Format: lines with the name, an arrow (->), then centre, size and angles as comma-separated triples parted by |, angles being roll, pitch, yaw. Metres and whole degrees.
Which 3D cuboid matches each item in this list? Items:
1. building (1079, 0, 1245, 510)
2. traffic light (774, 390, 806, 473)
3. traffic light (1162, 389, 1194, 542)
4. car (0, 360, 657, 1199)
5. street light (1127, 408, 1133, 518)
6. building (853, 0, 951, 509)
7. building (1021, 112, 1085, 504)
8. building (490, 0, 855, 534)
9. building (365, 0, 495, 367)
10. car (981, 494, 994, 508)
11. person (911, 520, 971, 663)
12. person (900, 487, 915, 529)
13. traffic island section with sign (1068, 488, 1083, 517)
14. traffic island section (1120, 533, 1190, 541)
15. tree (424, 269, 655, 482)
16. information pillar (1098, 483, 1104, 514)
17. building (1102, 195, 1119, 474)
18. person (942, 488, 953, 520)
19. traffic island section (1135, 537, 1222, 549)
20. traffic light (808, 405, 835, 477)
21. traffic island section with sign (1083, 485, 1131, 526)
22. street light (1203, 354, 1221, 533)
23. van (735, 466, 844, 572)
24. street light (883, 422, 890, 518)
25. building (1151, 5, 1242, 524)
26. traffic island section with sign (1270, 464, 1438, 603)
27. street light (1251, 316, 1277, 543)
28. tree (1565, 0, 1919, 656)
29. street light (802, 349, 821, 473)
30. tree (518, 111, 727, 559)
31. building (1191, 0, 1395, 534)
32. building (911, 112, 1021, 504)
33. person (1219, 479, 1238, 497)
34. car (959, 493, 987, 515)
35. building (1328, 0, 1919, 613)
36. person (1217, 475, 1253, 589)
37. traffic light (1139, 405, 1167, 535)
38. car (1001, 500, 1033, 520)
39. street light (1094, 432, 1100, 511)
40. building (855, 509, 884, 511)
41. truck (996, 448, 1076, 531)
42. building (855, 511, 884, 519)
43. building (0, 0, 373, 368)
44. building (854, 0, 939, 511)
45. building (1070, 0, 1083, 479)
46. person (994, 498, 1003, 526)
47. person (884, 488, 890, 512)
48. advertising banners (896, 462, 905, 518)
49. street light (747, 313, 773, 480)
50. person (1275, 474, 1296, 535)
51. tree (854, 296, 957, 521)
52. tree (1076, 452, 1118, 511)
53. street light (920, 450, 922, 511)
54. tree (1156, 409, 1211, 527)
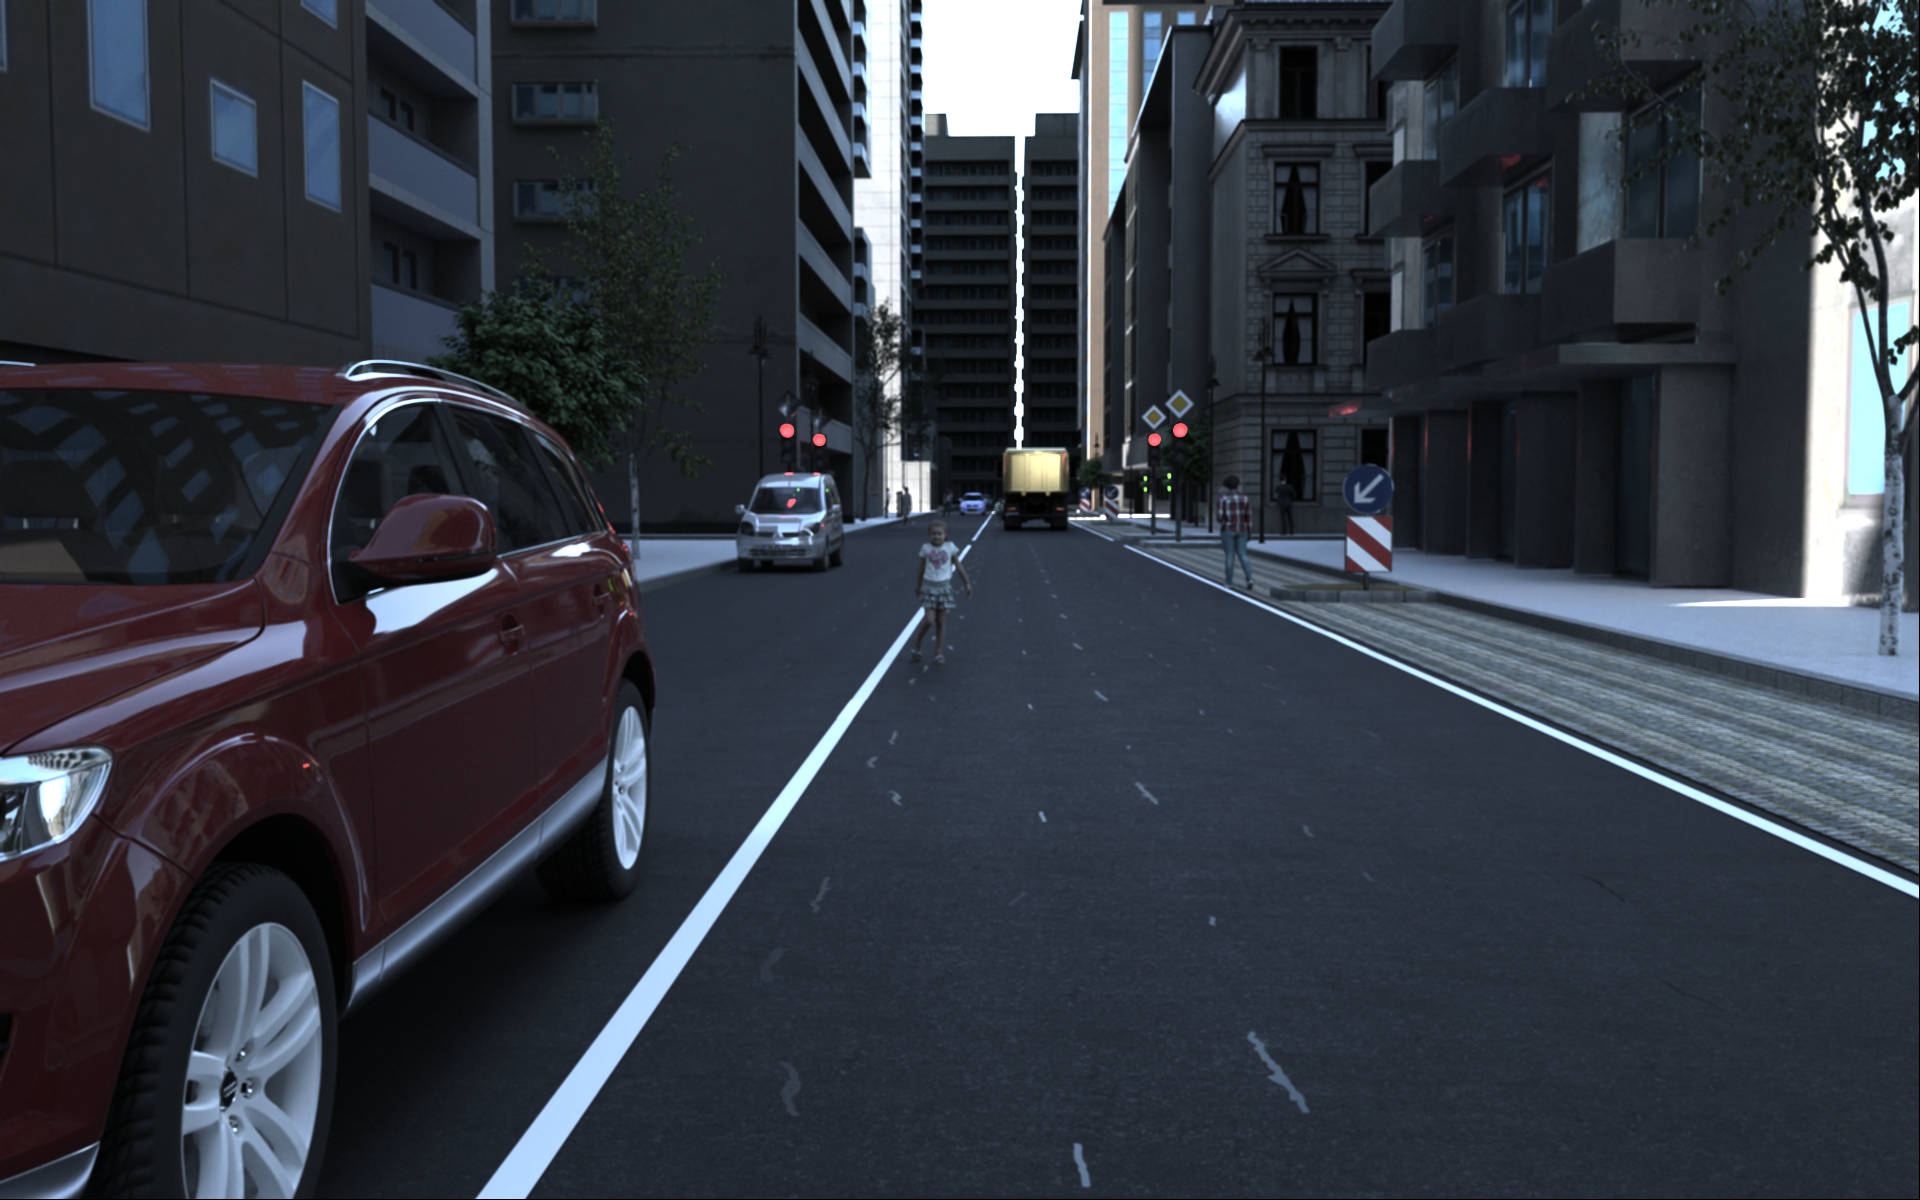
building -> 17.205, -30.069, 141.731 | 14.600, 45.320, 14.200 | 0, 4, 2
traffic light -> -4.601, -3.538, 46.761 | 0.839, 4.253, 0.868 | 0, 4, 2
traffic light -> 5.856, -3.522, 46.498 | 0.839, 4.253, 0.868 | 0, 4, 2
car -> -2.196, 0.244, 4.680 | 2.281, 1.827, 5.304 | 0, 4, 1
street light -> 9.216, -7.369, 93.271 | 0.468, 5.910, 1.993 | 0, 4, 2
building -> -16.814, -53.907, 194.052 | 31.000, 86.520, 22.319 | 0, 4, 2
building -> 18.599, -36.656, 223.026 | 21.600, 48.544, 21.300 | 0, 4, 2
building -> -15.520, -26.940, 64.172 | 21.300, 48.544, 21.600 | 0, 4, 2
building -> -24.423, -30.020, 32.833 | 28.212, 58.520, 21.231 | 0, 4, 2
car -> 2.510, -10.234, 179.322 | 2.014, 1.417, 4.499 | 0, 3, 0
person -> -0.161, -0.081, 14.838 | 0.505, 1.210, 0.382 | 0, 4, -6
person -> -2.176, -3.816, 71.638 | 0.760, 1.731, 0.466 | 2, 4, 28
traffic island section with sign -> 7.500, -5.963, 106.128 | 1.989, 1.847, 2.006 | 0, 4, 2
traffic island section -> 6.110, -1.976, 54.593 | 2.009, 0.180, 2.903 | 0, 4, 2
tree -> -6.228, -2.549, 25.394 | 4.285, 4.588, 4.351 | 0, 3, 0
information pillar -> 9.172, -6.613, 112.620 | 0.304, 2.012, 0.304 | 0, 4, -7
building -> 17.302, -18.064, 114.418 | 14.314, 24.678, 30.058 | 0, 4, 2
person -> -0.728, -5.259, 95.068 | 0.593, 1.750, 0.643 | -1, 4, -13
traffic island section -> 5.896, -1.488, 46.611 | 2.009, 0.180, 2.903 | 0, 4, 2
traffic light -> -4.387, -4.026, 54.744 | 0.839, 4.253, 0.868 | 0, 4, 2
traffic island section with sign -> 6.775, -4.315, 79.183 | 1.989, 1.847, 2.006 | 0, 4, 2
street light -> 8.287, -5.156, 57.087 | 0.468, 5.910, 1.993 | 0, 4, 2
van -> -3.224, -1.609, 33.311 | 2.013, 2.044, 4.112 | 0, 4, 2
street light -> -3.907, -7.269, 91.633 | 0.468, 5.910, 1.993 | 0, 4, 2
building -> 16.037, -16.222, 84.292 | 14.314, 24.678, 30.058 | 0, 4, 2
traffic island section with sign -> 5.295, -0.916, 23.612 | 1.989, 1.847, 2.006 | 0, 4, 2
street light -> 7.872, -4.418, 45.021 | 0.468, 5.910, 1.993 | 0, 4, 2
tree -> 7.190, -3.861, 13.489 | 4.360, 8.622, 3.978 | 0, 3, 0
street light -> -4.725, -5.047, 55.298 | 0.468, 5.910, 1.993 | 0, 4, 2
tree -> -6.367, -5.091, 33.608 | 4.737, 8.622, 4.395 | 0, 3, 0
building -> 18.071, -11.890, 59.028 | 19.286, 19.102, 10.561 | 0, 4, 2
building -> -3.375, -36.680, 223.411 | 21.600, 48.544, 21.300 | 0, 4, 2
person -> 8.430, -2.904, 53.882 | 0.716, 1.782, 0.532 | 1, 4, 17
car -> 0.891, -6.637, 118.100 | 1.945, 1.707, 3.694 | 0, 4, 2
building -> 20.109, -25.090, 29.827 | 23.786, 49.044, 30.456 | 0, 4, 2
person -> 4.135, -1.024, 26.075 | 0.563, 1.720, 0.643 | -1, 4, -10
traffic light -> 6.071, -4.010, 54.480 | 0.839, 4.253, 0.868 | 0, 4, 2
car -> 3.254, -5.398, 97.052 | 1.959, 1.807, 4.718 | 0, 4, 3
street light -> 10.185, -9.566, 129.192 | 0.468, 5.910, 1.993 | 0, 4, 2
building -> -13.129, -52.151, 165.344 | 22.319, 86.520, 31.000 | 0, 4, 2
truck -> 3.143, -4.630, 71.619 | 3.469, 3.379, 9.791 | 0, 4, 3
building -> -15.441, -48.348, 103.169 | 22.319, 86.520, 31.000 | 0, 4, 2
building -> -15.670, -22.453, 17.223 | 14.600, 45.320, 14.200 | 0, 4, 2
building -> -12.180, -42.864, 139.083 | 20.563, 71.187, 20.611 | 0, 4, 2
building -> 26.862, -36.758, 190.229 | 28.713, 52.752, 27.495 | 0, 4, 2
person -> 1.739, -3.960, 77.931 | 0.352, 1.250, 0.332 | -2, 4, -25
person -> -5.298, -7.240, 125.096 | 0.598, 1.740, 0.731 | -2, 4, -24
advertising banners -> -3.235, -6.030, 94.782 | 0.090, 3.025, 2.074 | 1, 4, 10
street light -> -5.098, -4.377, 44.359 | 0.468, 5.910, 1.993 | 0, 4, 2
person -> 10.166, -2.984, 54.197 | 0.648, 1.900, 0.474 | 0, 4, -6
tree -> -4.297, -8.998, 81.533 | 7.601, 10.594, 8.767 | 2, 4, 28
tree -> 10.556, -9.122, 132.860 | 4.285, 4.588, 4.351 | 0, 3, 0
street light -> -2.891, -9.466, 127.553 | 0.468, 5.910, 1.993 | 0, 4, 2
tree -> 9.157, -5.101, 67.118 | 4.285, 4.588, 4.351 | 0, 3, 0
